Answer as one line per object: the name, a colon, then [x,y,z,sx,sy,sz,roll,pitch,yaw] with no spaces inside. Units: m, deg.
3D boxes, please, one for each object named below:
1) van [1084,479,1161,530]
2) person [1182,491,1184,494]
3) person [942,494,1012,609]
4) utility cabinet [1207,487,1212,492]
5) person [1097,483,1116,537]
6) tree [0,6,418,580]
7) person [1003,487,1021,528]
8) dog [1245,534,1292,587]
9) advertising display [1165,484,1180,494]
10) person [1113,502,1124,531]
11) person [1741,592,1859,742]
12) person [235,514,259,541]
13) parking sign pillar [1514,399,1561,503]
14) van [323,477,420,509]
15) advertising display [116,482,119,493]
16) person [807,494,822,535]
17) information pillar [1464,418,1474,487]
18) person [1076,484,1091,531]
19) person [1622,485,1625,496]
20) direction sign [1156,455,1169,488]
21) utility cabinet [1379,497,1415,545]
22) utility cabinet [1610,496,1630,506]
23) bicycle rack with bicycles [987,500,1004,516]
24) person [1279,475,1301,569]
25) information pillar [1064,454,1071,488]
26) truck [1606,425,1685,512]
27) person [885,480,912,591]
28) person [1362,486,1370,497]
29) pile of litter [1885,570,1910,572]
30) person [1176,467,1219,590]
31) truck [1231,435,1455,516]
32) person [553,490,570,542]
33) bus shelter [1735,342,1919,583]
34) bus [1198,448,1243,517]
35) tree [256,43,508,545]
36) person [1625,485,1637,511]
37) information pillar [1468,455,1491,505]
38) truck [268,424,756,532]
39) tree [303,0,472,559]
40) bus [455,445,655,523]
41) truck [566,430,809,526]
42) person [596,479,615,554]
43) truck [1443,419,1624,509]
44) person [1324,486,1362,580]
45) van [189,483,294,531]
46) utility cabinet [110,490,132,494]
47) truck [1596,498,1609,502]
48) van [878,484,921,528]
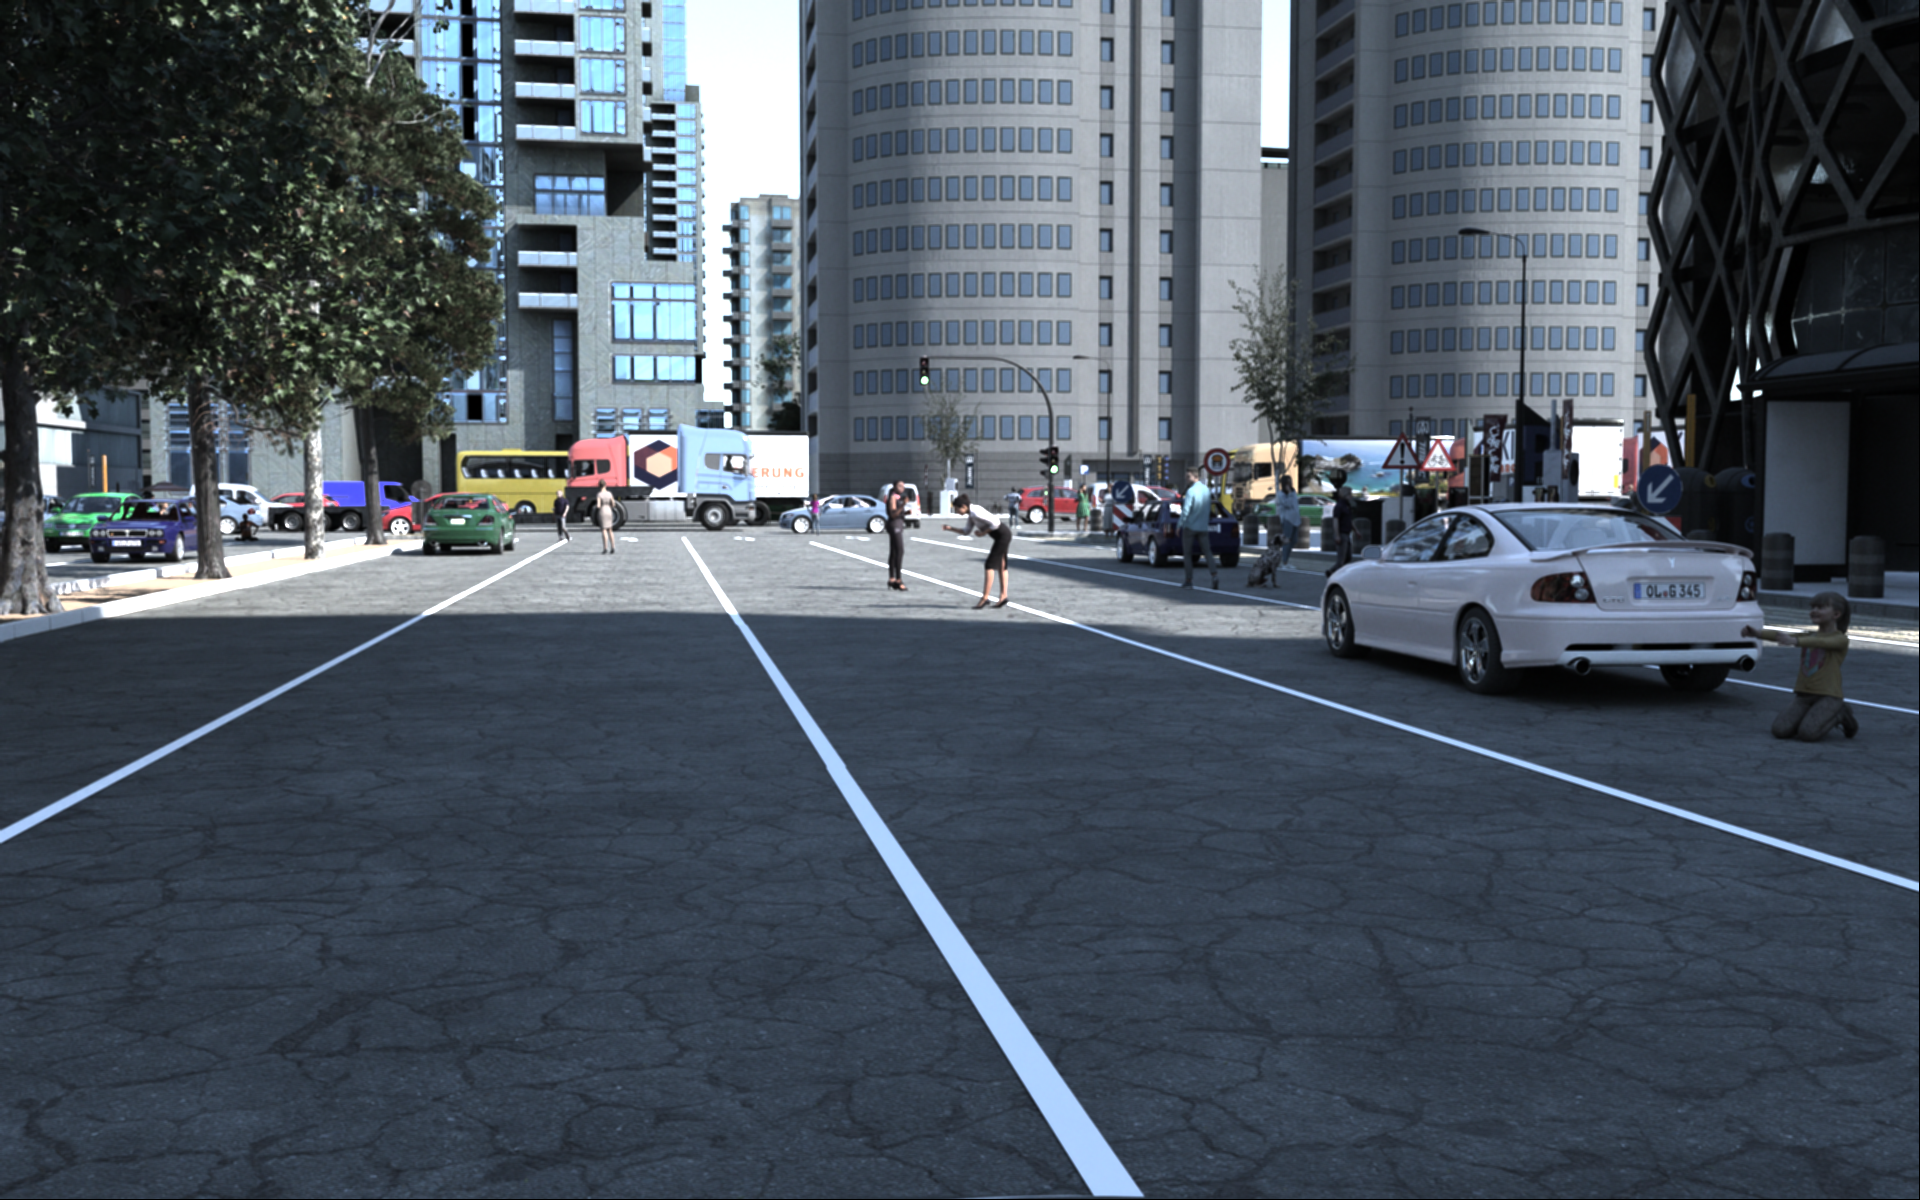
van: [6.920,-3.703,67.559,4.112,2.044,2.013,-1,4,-8]
person: [10.289,-4.208,79.364,0.319,1.574,0.516,0,4,-1]
person: [0.256,-0.608,21.631,0.628,1.438,0.799,3,5,45]
utility cabinet: [6.993,-2.495,49.469,0.318,1.500,1.173,1,4,13]
person: [4.500,-2.680,52.885,0.480,1.755,0.524,2,4,35]
tree: [-12.665,-6.374,28.729,6.751,12.117,7.091,0,3,0]
person: [2.249,-3.885,72.737,0.841,1.734,0.376,2,4,33]
dog: [4.658,-0.609,26.789,0.513,0.831,0.800,-3,4,-39]
advertising display: [13.539,-6.436,110.445,0.974,1.923,0.123,3,4,37]
person: [5.948,-3.396,64.554,0.750,1.759,0.617,-2,4,-30]
person: [4.937,0.385,10.131,0.695,0.859,0.347,-2,4,-24]
person: [-21.720,-2.203,52.808,0.859,0.850,0.655,-2,4,-25]
parking sign pillar: [16.496,-3.723,49.350,1.447,3.967,1.447,-1,4,-12]
van: [-28.789,-4.941,85.165,5.245,2.365,2.240,-1,4,-9]
advertising display: [-44.794,-5.317,92.153,0.123,1.923,0.974,-2,4,-25]
person: [-5.057,-2.956,60.061,0.726,1.435,0.776,-1,4,-13]
information pillar: [15.677,-3.794,53.391,0.183,3.616,0.504,3,5,40]
person: [4.571,-3.411,64.515,0.600,1.795,0.529,-3,4,-38]
person: [27.902,-3.951,73.196,0.778,1.811,0.616,2,4,23]
direction sign: [11.751,-6.638,100.533,0.876,3.537,0.379,-2,4,-32]
utility cabinet: [10.917,-1.951,43.060,0.306,1.237,1.020,-3,5,-40]
utility cabinet: [23.614,-3.107,61.963,0.306,1.237,1.020,3,5,43]
bicycle rack with bicycles: [2.911,-5.479,102.966,2.852,0.926,2.925,1,4,20]
person: [6.256,-1.483,33.018,0.793,1.790,0.793,0,4,4]
information pillar: [6.233,-6.646,100.018,0.504,3.616,0.183,3,5,42]
truck: [30.156,-5.037,71.264,2.839,4.237,11.283,-1,4,-8]
person: [-0.892,-0.975,25.907,0.415,1.643,0.593,-3,5,-41]
person: [18.239,-4.245,78.304,0.834,1.777,0.661,2,4,35]
pile of litter: [15.407,-0.928,29.139,1.176,0.858,1.719,-1,4,-14]
person: [3.562,-1.080,26.029,0.638,1.841,0.748,-2,4,-25]
truck: [18.197,-5.812,83.934,11.283,4.237,2.839,-1,4,-11]
person: [-11.927,-2.532,52.110,0.471,1.553,0.569,-3,4,-36]
bus shelter: [12.709,-1.756,22.634,2.014,3.302,5.546,-1,4,-10]
bus: [18.832,-6.108,91.414,12.252,3.916,2.896,-1,4,-10]
tree: [-16.633,-8.468,48.338,7.806,13.903,7.818,0,3,0]
person: [26.729,-3.694,69.080,0.590,1.801,0.661,-3,5,-42]
information pillar: [9.704,-1.707,32.409,0.304,2.012,0.304,3,5,42]
truck: [-16.654,-4.720,66.923,18.799,4.110,2.967,-1,4,-9]
tree: [-15.460,-10.982,37.904,12.611,20.169,13.585,0,3,0]
bus: [-18.980,-5.859,87.343,12.252,3.916,2.896,-1,4,-11]
truck: [-12.449,-5.400,77.205,11.283,4.237,2.839,-1,4,-10]
person: [-8.494,-1.992,41.417,0.374,1.781,0.599,3,5,42]
truck: [22.951,-4.994,70.560,2.839,4.237,11.283,-1,4,-8]
person: [5.993,-1.008,27.185,0.569,1.553,0.471,-2,4,-27]
van: [-28.128,-3.740,68.161,4.112,2.044,2.013,-1,4,-11]
utility cabinet: [-50.219,-5.811,103.695,1.173,1.500,0.318,-2,4,-35]
truck: [32.317,-5.672,82.496,18.799,4.110,2.967,-1,4,-9]
van: [-2.708,-4.072,73.581,2.013,2.044,4.112,-1,4,-9]
